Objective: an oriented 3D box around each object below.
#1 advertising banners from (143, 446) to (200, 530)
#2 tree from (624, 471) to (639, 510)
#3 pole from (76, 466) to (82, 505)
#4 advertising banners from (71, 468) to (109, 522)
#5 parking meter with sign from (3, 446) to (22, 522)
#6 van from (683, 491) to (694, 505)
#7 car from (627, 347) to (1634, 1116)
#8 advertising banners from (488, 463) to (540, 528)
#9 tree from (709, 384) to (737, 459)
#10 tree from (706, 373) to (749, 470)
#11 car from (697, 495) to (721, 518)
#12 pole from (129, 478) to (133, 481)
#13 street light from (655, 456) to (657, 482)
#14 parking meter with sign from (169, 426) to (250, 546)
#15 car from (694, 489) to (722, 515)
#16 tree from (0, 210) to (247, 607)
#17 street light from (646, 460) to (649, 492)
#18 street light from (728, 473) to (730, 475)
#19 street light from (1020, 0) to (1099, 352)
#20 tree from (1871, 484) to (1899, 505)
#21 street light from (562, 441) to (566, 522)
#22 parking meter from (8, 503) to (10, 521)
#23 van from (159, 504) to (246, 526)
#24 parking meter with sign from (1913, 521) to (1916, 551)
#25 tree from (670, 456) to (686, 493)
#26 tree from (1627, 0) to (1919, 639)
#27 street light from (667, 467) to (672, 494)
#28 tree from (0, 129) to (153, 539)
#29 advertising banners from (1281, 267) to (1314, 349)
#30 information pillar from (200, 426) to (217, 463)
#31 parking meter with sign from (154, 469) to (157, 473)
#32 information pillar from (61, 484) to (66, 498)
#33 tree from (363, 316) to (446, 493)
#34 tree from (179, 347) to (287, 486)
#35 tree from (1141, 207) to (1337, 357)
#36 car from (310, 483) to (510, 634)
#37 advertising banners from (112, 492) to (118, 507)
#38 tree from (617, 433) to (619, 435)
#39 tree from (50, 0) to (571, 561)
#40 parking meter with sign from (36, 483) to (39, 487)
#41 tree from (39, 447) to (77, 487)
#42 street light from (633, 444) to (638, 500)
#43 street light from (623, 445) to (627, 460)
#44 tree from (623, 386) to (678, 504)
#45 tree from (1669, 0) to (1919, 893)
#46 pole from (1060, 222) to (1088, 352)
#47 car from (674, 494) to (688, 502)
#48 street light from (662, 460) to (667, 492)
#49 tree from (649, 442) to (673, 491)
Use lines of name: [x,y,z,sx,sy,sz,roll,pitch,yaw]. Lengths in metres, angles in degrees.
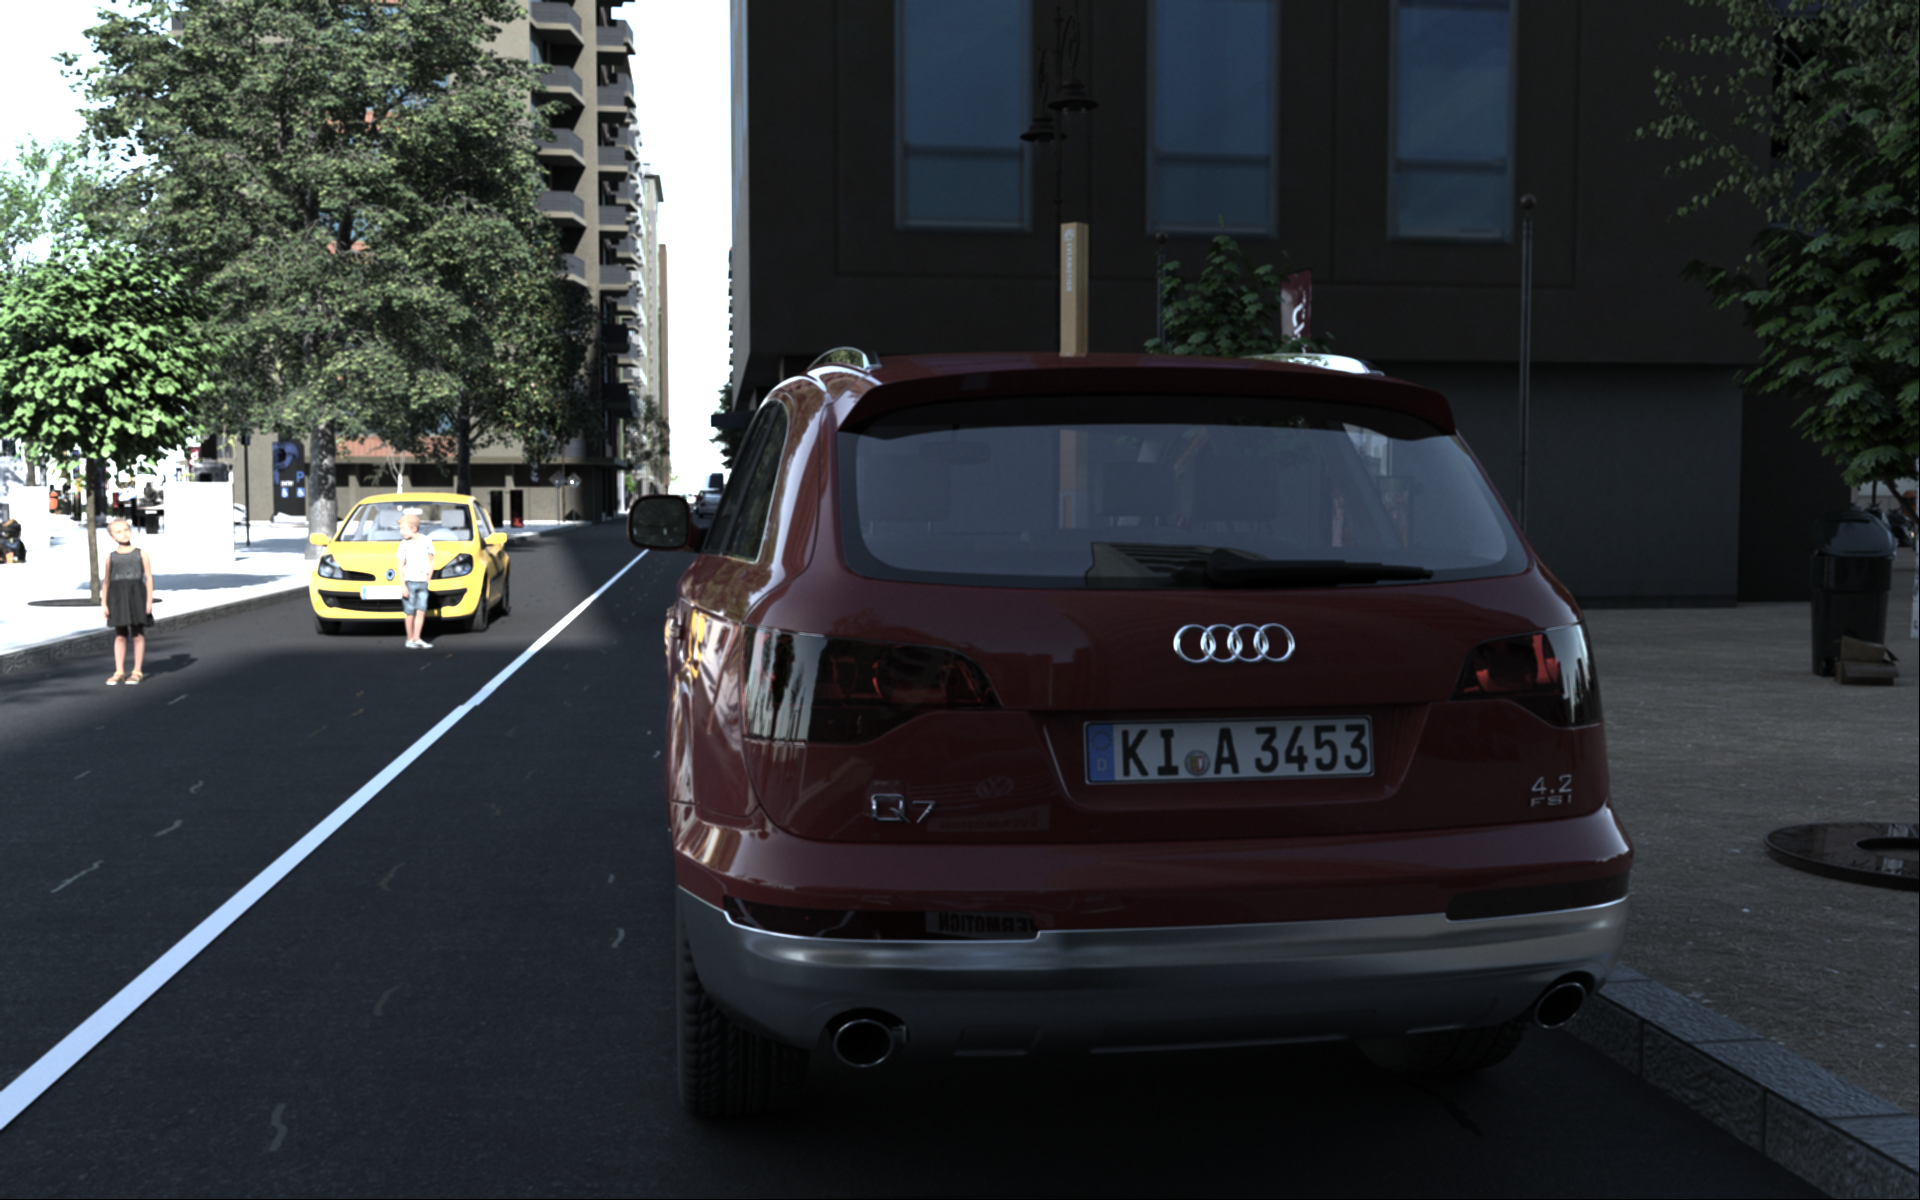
advertising banners: [-28.483,-4.068,62.697,2.074,3.025,0.090,-1,4,-15]
tree: [-27.276,-9.079,143.048,1.663,3.219,1.824,0,3,0]
pole: [-65.166,-8.199,127.896,0.158,3.312,0.155,0,3,0]
advertising banners: [-40.279,-5.135,80.145,2.074,3.025,0.090,1,4,16]
parking meter with sign: [-35.056,-4.075,62.895,0.543,3.016,1.738,3,5,39]
van: [-35.754,-13.488,227.542,2.013,2.044,4.112,-1,4,-8]
car: [0.066,0.184,5.664,2.281,1.827,5.304,-1,4,-10]
advertising banners: [-17.022,-4.290,66.336,2.074,3.025,0.090,-2,4,-27]
tree: [-19.401,-14.279,159.217,9.928,11.665,9.643,0,3,0]
tree: [-16.043,-14.372,141.638,9.857,13.997,8.962,0,3,0]
car: [-14.907,-5.662,104.928,2.083,1.381,4.827,-1,4,-9]
pole: [-51.627,-6.975,107.892,0.158,3.312,0.155,0,3,0]
street light: [-36.855,-14.497,209.814,0.468,5.910,1.993,-1,4,-8]
parking meter with sign: [-18.297,-2.816,42.304,1.738,3.016,0.543,-1,4,-10]
car: [-17.757,-6.992,122.993,2.281,1.827,5.304,-1,4,-8]
tree: [-10.098,-2.236,20.268,4.285,4.588,4.351,0,3,0]
street light: [-32.871,-12.815,182.317,0.468,5.910,1.993,-1,4,-8]
street light: [-41.602,-20.742,311.910,0.468,5.910,1.993,-1,4,-8]
street light: [0.928,-2.677,16.556,0.468,5.910,1.993,-1,4,-8]
tree: [27.034,-4.118,51.048,4.285,4.588,4.351,0,3,0]
street light: [-18.167,-6.516,79.323,0.468,5.910,1.993,-1,4,-8]
parking meter: [-43.514,-4.494,79.193,0.399,1.863,0.255,-2,4,-30]
van: [-32.369,-4.062,73.427,4.112,2.044,2.013,-1,4,-9]
parking meter with sign: [22.239,-2.590,38.608,1.738,3.016,0.543,0,4,-2]
tree: [-51.656,-22.091,311.544,4.737,8.622,4.395,0,3,0]
tree: [8.318,-3.957,15.064,4.737,8.622,4.395,0,3,0]
street light: [-44.865,-17.906,265.552,0.468,5.910,1.993,-1,4,-8]
tree: [-26.601,-7.568,49.498,9.928,11.665,9.643,0,3,0]
advertising banners: [2.864,-1.023,12.913,0.090,3.025,2.074,-1,4,-17]
information pillar: [-23.045,-3.778,53.130,0.504,3.616,0.183,-3,5,-42]
parking meter with sign: [-55.948,-7.679,121.816,1.738,3.016,0.543,1,4,11]
information pillar: [-67.560,-7.710,130.555,0.304,2.012,0.304,-3,4,-36]
tree: [-21.894,-7.178,67.730,4.360,8.622,3.978,0,3,0]
tree: [-25.394,-6.709,60.051,4.737,8.622,4.395,0,3,0]
tree: [1.672,-1.052,11.807,1.663,3.219,1.824,0,3,0]
car: [-5.963,-0.539,19.033,2.015,1.641,3.980,-1,4,-9]
advertising banners: [-63.782,-8.235,130.836,2.074,3.025,0.090,0,4,-7]
tree: [-23.685,-9.832,111.123,4.737,8.622,4.395,0,3,0]
tree: [-12.433,-7.743,33.247,9.857,13.997,8.962,0,3,0]
parking meter with sign: [-62.440,-7.386,117.025,0.543,3.016,1.738,1,4,15]
tree: [-31.035,-6.639,58.907,4.737,8.622,4.395,0,3,0]
street light: [-29.054,-11.141,154.940,0.468,5.910,1.993,-1,4,-8]
street light: [-26.029,-9.864,134.068,0.468,5.910,1.993,-1,4,-8]
tree: [-28.408,-13.181,149.917,8.767,10.594,7.601,0,4,-1]
tree: [3.331,-0.683,5.775,1.663,3.219,1.824,0,3,0]
pole: [0.865,-1.181,13.157,0.158,3.312,0.155,0,3,0]
car: [-29.023,-10.190,178.399,2.131,1.459,4.920,0,4,-7]
street light: [-40.801,-16.201,237.680,0.468,5.910,1.993,-1,4,-8]
tree: [-40.168,-17.078,229.591,4.360,8.622,3.978,0,3,0]
